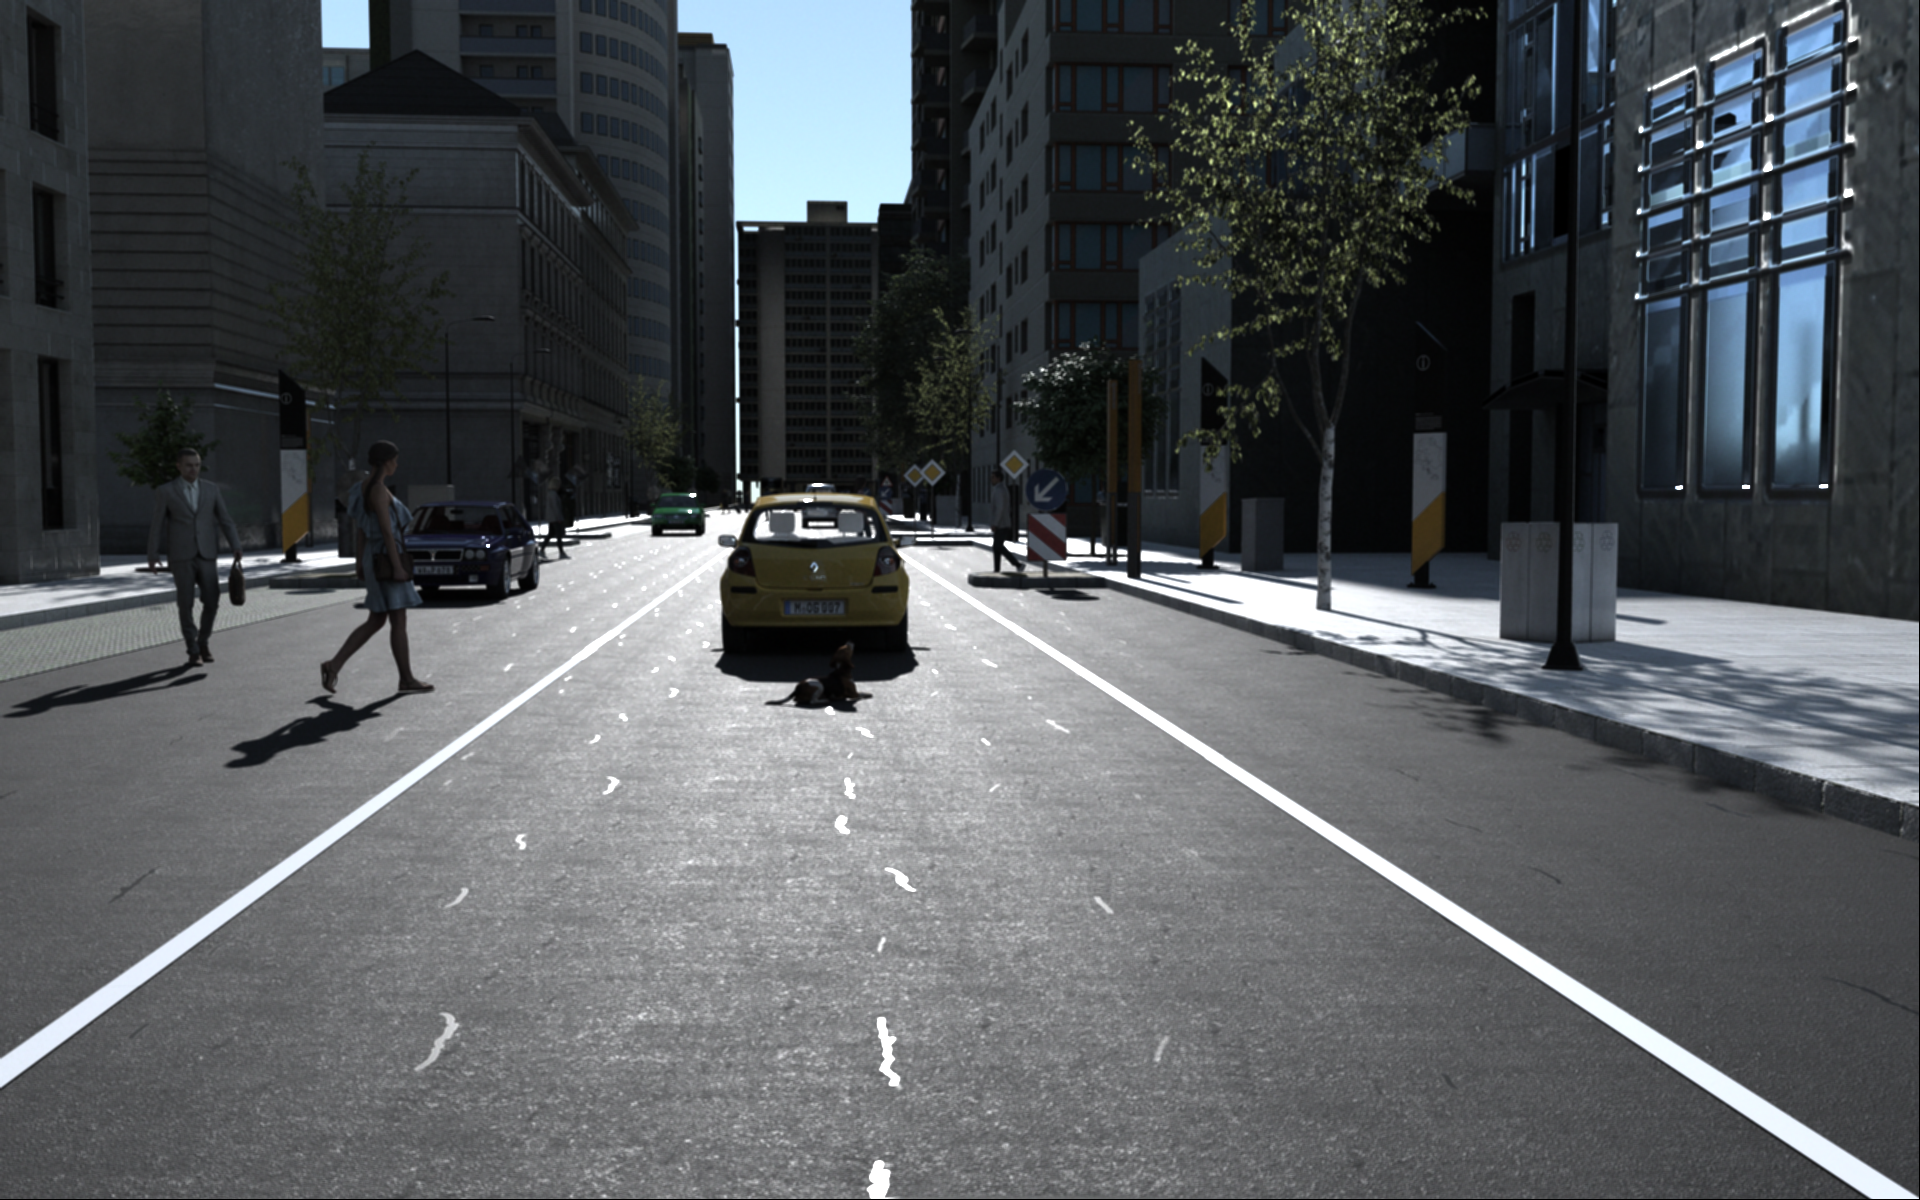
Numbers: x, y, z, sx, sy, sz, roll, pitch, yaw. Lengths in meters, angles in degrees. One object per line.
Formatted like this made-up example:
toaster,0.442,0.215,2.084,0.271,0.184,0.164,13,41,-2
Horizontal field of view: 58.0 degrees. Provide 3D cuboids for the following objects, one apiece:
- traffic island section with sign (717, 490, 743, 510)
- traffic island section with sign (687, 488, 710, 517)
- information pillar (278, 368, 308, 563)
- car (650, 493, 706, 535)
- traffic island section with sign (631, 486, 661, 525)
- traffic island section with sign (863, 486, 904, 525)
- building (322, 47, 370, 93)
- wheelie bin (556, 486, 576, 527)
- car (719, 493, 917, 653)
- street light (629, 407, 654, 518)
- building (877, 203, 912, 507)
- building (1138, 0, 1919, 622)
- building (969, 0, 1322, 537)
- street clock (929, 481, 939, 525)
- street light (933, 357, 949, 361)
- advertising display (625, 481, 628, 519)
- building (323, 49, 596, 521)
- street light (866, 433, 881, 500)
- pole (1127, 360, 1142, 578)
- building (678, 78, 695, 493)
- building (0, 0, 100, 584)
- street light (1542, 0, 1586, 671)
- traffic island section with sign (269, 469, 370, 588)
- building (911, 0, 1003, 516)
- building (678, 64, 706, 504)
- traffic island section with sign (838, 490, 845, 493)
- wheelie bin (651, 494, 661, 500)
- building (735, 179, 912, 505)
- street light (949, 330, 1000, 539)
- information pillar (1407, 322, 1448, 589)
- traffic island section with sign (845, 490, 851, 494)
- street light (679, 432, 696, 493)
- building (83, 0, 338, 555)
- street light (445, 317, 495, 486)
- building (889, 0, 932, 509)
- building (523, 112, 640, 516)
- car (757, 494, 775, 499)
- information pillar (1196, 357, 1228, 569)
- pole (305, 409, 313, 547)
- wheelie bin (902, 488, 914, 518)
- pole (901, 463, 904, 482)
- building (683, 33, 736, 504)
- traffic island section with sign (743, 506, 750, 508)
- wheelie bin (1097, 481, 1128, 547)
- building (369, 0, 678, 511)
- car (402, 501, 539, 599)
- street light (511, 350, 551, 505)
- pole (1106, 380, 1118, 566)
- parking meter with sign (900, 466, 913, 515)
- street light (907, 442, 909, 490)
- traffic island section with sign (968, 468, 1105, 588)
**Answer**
traffic island section with sign,-21.063,-9.127,157.850,1.989,1.847,2.006,0,4,-5
traffic island section with sign,-16.725,-6.116,108.621,1.989,1.847,2.006,0,4,-5
information pillar,-12.449,-2.506,32.331,0.504,3.616,0.183,0,4,5
car,-9.998,-3.227,61.564,1.959,1.807,4.718,0,4,-7
traffic island section with sign,-14.282,-4.425,80.972,1.989,1.847,2.006,0,4,-5
traffic island section with sign,-3.681,-4.497,82.148,1.989,1.847,2.006,0,4,-5
building,-65.468,-34.843,189.295,30.456,49.044,23.786,0,4,-5
wheelie bin,-15.225,-3.607,66.883,0.693,1.594,0.980,1,4,23
car,-1.411,-0.422,17.120,2.015,1.641,3.980,0,4,-4
street light,-17.068,-7.361,92.889,1.470,5.913,1.316,0,4,-5
building,-1.356,-24.648,174.701,14.160,30.474,14.107,0,4,-5
building,17.384,-43.926,30.860,22.319,86.520,31.000,0,4,-5
building,16.025,-13.769,70.161,28.899,21.520,27.650,0,4,-5
street clock,-1.099,-4.140,72.259,0.358,2.002,0.471,2,4,28
street light,-0.205,-5.285,58.945,1.470,5.913,1.316,0,4,-5
advertising display,-16.976,-5.074,88.168,0.123,1.923,0.974,-1,4,-11
building,-23.845,-13.819,76.844,10.553,20.767,40.483,0,4,-5
street light,-6.600,-9.751,131.967,1.470,5.913,1.316,0,4,-5
pole,2.664,-1.992,26.419,0.158,3.312,0.155,0,3,0
building,-32.897,-29.426,164.703,14.154,41.232,14.086,0,4,-5
building,-17.982,-9.977,17.871,10.420,20.320,16.860,0,4,-5
street light,3.907,-2.446,12.535,1.470,5.913,1.316,0,4,-5
traffic island section with sign,-9.534,-1.134,27.162,1.989,1.847,2.006,0,4,-5
building,8.322,-27.777,108.774,22.147,44.769,28.867,0,4,-5
building,-39.602,-34.775,192.277,21.600,48.544,21.300,0,4,-5
traffic island section with sign,-12.914,-10.900,186.843,1.989,1.847,2.006,0,4,-5
wheelie bin,-18.711,-6.048,106.789,0.693,1.594,0.980,0,4,6
building,-17.790,-33.056,232.347,23.993,40.220,32.217,0,4,-5
street light,0.550,-4.684,49.129,1.470,5.913,1.316,0,4,-5
information pillar,6.360,-1.966,23.497,0.183,3.616,0.504,-3,5,-40
traffic island section with sign,-6.068,-6.156,109.276,1.989,1.847,2.006,0,4,-5
street light,-20.345,-9.577,129.120,1.470,5.913,1.316,0,4,-5
building,-24.971,-11.666,39.895,18.267,20.994,9.793,0,4,-5
street light,-12.871,-4.458,45.423,1.470,5.913,1.316,0,4,-5
building,4.265,-43.868,155.491,20.563,71.187,20.611,0,4,-5
building,-30.116,-17.020,111.568,16.112,22.955,30.059,0,4,-5
car,-17.840,-9.316,161.359,2.155,1.783,4.494,0,4,-7
information pillar,4.308,-2.333,29.503,0.504,3.616,0.183,3,4,39
pole,-15.684,-2.924,41.657,0.158,3.312,0.155,0,3,0
wheelie bin,-2.726,-5.158,92.235,0.693,1.594,0.980,0,4,8
pole,-3.759,-7.345,113.932,0.158,3.312,0.155,0,3,0
building,-43.433,-41.732,224.314,28.212,58.520,21.231,0,4,-5
traffic island section with sign,-23.438,-10.769,184.701,1.989,1.847,2.006,0,4,-5
wheelie bin,3.764,-2.110,42.404,0.980,1.594,0.693,-1,4,-13
building,-34.774,-36.747,142.812,21.231,58.520,28.212,0,4,-5
car,-7.148,-0.749,24.828,1.945,1.354,3.894,0,4,-5
street light,-13.854,-5.090,55.766,1.470,5.913,1.316,0,4,-5
pole,2.725,-2.275,31.042,0.158,3.312,0.155,0,3,0
parking meter with sign,-3.382,-6.821,107.783,0.543,3.016,1.738,-2,4,-33
street light,-3.391,-7.509,95.314,1.470,5.913,1.316,0,4,-5
traffic island section with sign,1.155,-1.148,27.400,1.989,1.847,2.006,0,4,-5
